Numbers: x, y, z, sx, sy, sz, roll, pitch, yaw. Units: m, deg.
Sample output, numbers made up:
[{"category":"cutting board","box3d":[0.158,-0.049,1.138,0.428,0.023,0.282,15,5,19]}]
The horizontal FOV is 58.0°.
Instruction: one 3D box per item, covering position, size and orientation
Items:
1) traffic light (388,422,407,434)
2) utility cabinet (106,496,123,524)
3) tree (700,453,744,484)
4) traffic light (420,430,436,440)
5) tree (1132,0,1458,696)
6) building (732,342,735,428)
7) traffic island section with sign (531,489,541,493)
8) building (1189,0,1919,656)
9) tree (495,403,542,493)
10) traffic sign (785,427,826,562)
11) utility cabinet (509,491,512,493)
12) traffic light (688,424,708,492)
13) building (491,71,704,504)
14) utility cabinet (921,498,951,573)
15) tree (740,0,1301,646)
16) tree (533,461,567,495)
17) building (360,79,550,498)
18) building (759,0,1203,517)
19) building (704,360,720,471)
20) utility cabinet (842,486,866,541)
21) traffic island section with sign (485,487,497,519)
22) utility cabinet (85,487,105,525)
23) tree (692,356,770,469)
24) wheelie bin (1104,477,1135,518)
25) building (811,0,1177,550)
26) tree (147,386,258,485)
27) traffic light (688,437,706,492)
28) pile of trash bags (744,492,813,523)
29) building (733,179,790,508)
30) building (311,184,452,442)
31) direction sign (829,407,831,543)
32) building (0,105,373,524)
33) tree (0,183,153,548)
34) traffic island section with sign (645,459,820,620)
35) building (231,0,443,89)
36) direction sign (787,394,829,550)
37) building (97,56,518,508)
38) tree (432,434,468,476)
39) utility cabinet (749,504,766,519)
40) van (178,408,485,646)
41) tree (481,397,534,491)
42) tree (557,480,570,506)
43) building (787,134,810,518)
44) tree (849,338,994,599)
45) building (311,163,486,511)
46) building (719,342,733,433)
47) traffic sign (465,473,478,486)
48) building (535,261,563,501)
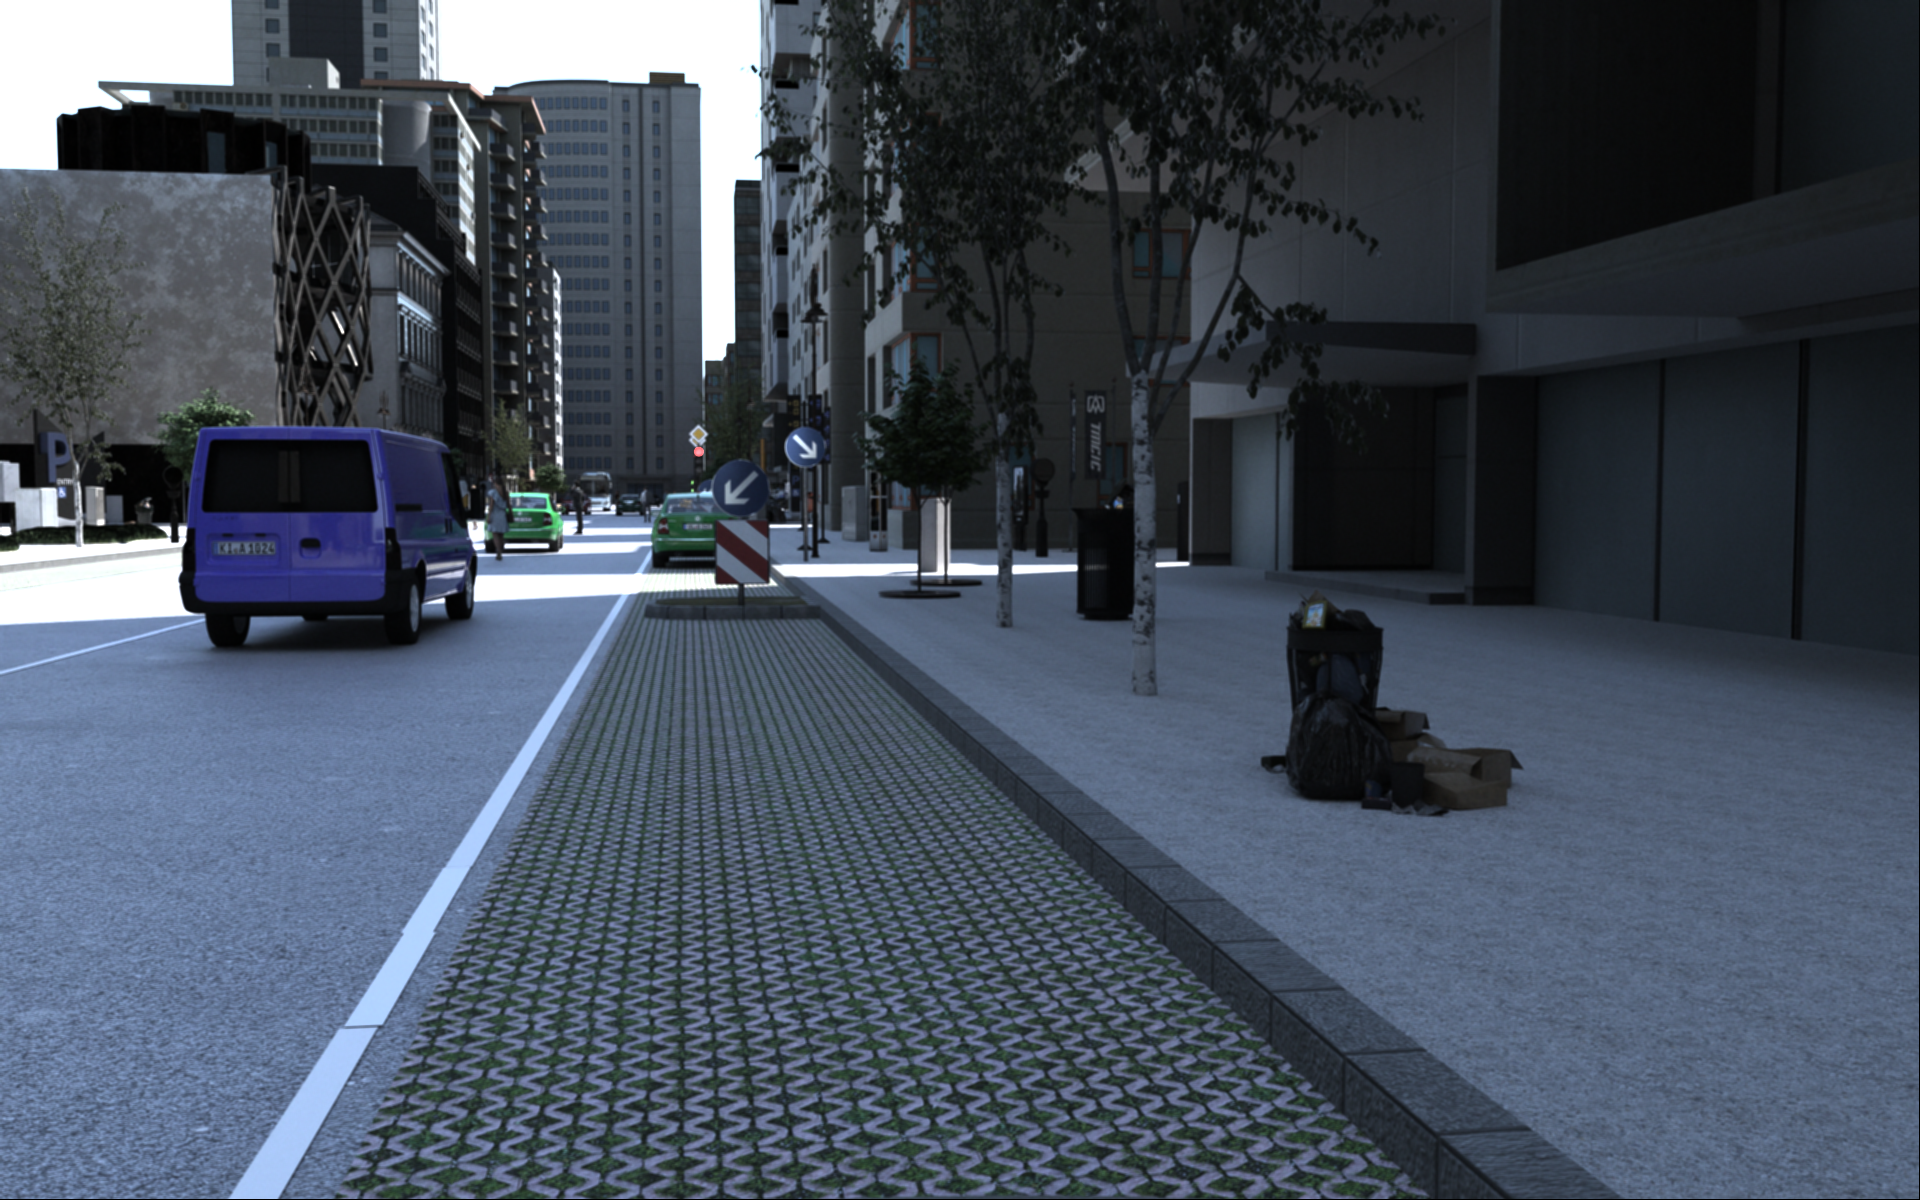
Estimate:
[{"category":"traffic light","box3d":[-22.047,-4.833,67.938,0.839,4.253,0.868,-1,4,-9]},{"category":"utility cabinet","box3d":[-36.983,-3.924,75.320,1.020,1.237,0.306,-2,4,-32]},{"category":"tree","box3d":[-16.702,-8.642,125.015,4.285,4.588,4.351,0,3,0]},{"category":"traffic light","box3d":[-23.289,-5.315,75.826,0.839,4.253,0.868,-1,4,-9]},{"category":"tree","box3d":[1.291,-3.685,10.615,4.360,8.622,3.978,0,3,0]},{"category":"building","box3d":[-9.629,-20.789,184.939,27.650,21.520,28.899,-1,4,-9]},{"category":"traffic island section with sign","box3d":[-31.027,-7.236,126.940,1.989,1.847,2.006,-1,4,-9]},{"category":"building","box3d":[16.963,-26.300,19.237,28.713,52.752,27.495,-1,4,-9]},{"category":"tree","box3d":[-35.876,-11.595,139.947,4.360,8.622,3.978,0,3,0]},{"category":"traffic sign","box3d":[-2.931,-2.004,32.872,0.768,2.556,0.104,0,4,-7]},{"category":"utility cabinet","box3d":[-34.370,-7.453,130.530,1.173,1.500,0.318,1,4,18]},{"category":"traffic light","box3d":[-10.530,-4.944,69.760,0.839,4.253,0.868,-1,4,-9]},{"category":"building","box3d":[-50.452,-42.914,243.635,28.212,58.520,21.231,-1,4,-9]},{"category":"utility cabinet","box3d":[-0.415,-1.076,28.754,0.306,1.237,1.020,1,4,12]},{"category":"tree","box3d":[0.212,-4.037,16.365,4.360,8.622,3.978,0,3,0]},{"category":"tree","box3d":[-40.425,-11.451,170.943,4.285,4.588,4.351,0,3,0]},{"category":"building","box3d":[-56.089,-32.489,185.811,22.147,44.769,28.867,-1,4,-9]},{"category":"building","box3d":[-0.489,-32.828,125.973,28.713,52.752,27.495,-1,4,-9]},{"category":"building","box3d":[-22.529,-24.897,252.101,28.899,21.520,27.650,-1,4,-9]},{"category":"utility cabinet","box3d":[-2.914,-2.364,47.326,0.318,1.500,1.173,-1,4,-23]},{"category":"traffic island section with sign","box3d":[-26.843,-5.607,100.310,1.989,1.847,2.006,-1,4,-9]},{"category":"utility cabinet","box3d":[-26.238,-2.685,52.582,0.318,1.500,1.173,-1,4,-16]},{"category":"tree","box3d":[-11.963,-8.644,91.699,4.737,8.622,4.395,0,3,0]},{"category":"wheelie bin","box3d":[3.142,-1.549,33.233,0.693,1.594,0.980,0,4,-2]},{"category":"building","box3d":[10.093,-12.884,55.685,27.650,21.520,28.899,-1,4,-9]},{"category":"tree","box3d":[-22.758,-4.207,52.493,4.285,4.588,4.351,0,3,0]},{"category":"traffic light","box3d":[-11.772,-5.427,77.649,0.839,4.253,0.868,-1,4,-9]},{"category":"pile of trash bags","box3d":[-8.242,-4.178,78.064,3.447,1.369,1.912,0,4,-4]},{"category":"building","box3d":[-14.118,-23.886,162.235,14.160,30.474,14.107,-1,4,-9]},{"category":"building","box3d":[-38.226,-14.868,107.714,10.561,19.102,19.286,-1,4,-9]},{"category":"direction sign","box3d":[-3.588,-3.257,45.254,0.379,3.537,0.876,-2,4,-31]},{"category":"building","box3d":[-37.535,-13.226,83.704,16.820,18.784,16.811,-1,4,-9]},{"category":"tree","box3d":[-21.117,-5.541,40.965,4.360,8.622,3.978,0,3,0]},{"category":"traffic island section with sign","box3d":[-2.721,-0.728,20.525,1.989,1.847,2.006,-1,4,-9]},{"category":"building","box3d":[-73.271,-47.029,207.170,20.611,71.187,20.563,-1,4,-9]},{"category":"direction sign","box3d":[-3.541,-2.907,39.531,0.876,3.537,0.379,1,4,20]},{"category":"building","box3d":[-57.785,-28.557,158.782,32.217,40.220,23.993,-1,4,-9]},{"category":"tree","box3d":[-28.283,-6.711,93.444,4.285,4.588,4.351,0,3,0]},{"category":"utility cabinet","box3d":[-7.198,-3.229,61.470,0.318,1.500,1.173,1,4,9]},{"category":"van","box3d":[-6.332,-0.835,18.042,2.240,2.365,5.245,0,4,-7]},{"category":"tree","box3d":[-34.262,-11.083,131.565,4.737,8.622,4.395,0,3,0]},{"category":"tree","box3d":[-44.160,-12.056,191.712,1.663,3.219,1.824,0,3,0]},{"category":"building","box3d":[5.667,-15.395,96.741,28.899,21.520,27.650,-1,4,-9]},{"category":"tree","box3d":[-0.560,-1.661,21.765,1.663,3.219,1.824,0,3,0]},{"category":"building","box3d":[-41.603,-18.050,124.796,12.332,23.373,15.834,-1,4,-9]},{"category":"building","box3d":[-15.119,-22.557,213.840,27.650,21.520,28.899,-1,4,-9]},{"category":"traffic sign","box3d":[-29.870,-6.471,105.900,0.768,2.556,0.104,0,4,0]},{"category":"building","box3d":[-56.649,-27.080,214.453,14.107,30.474,14.160,-1,4,-9]}]
